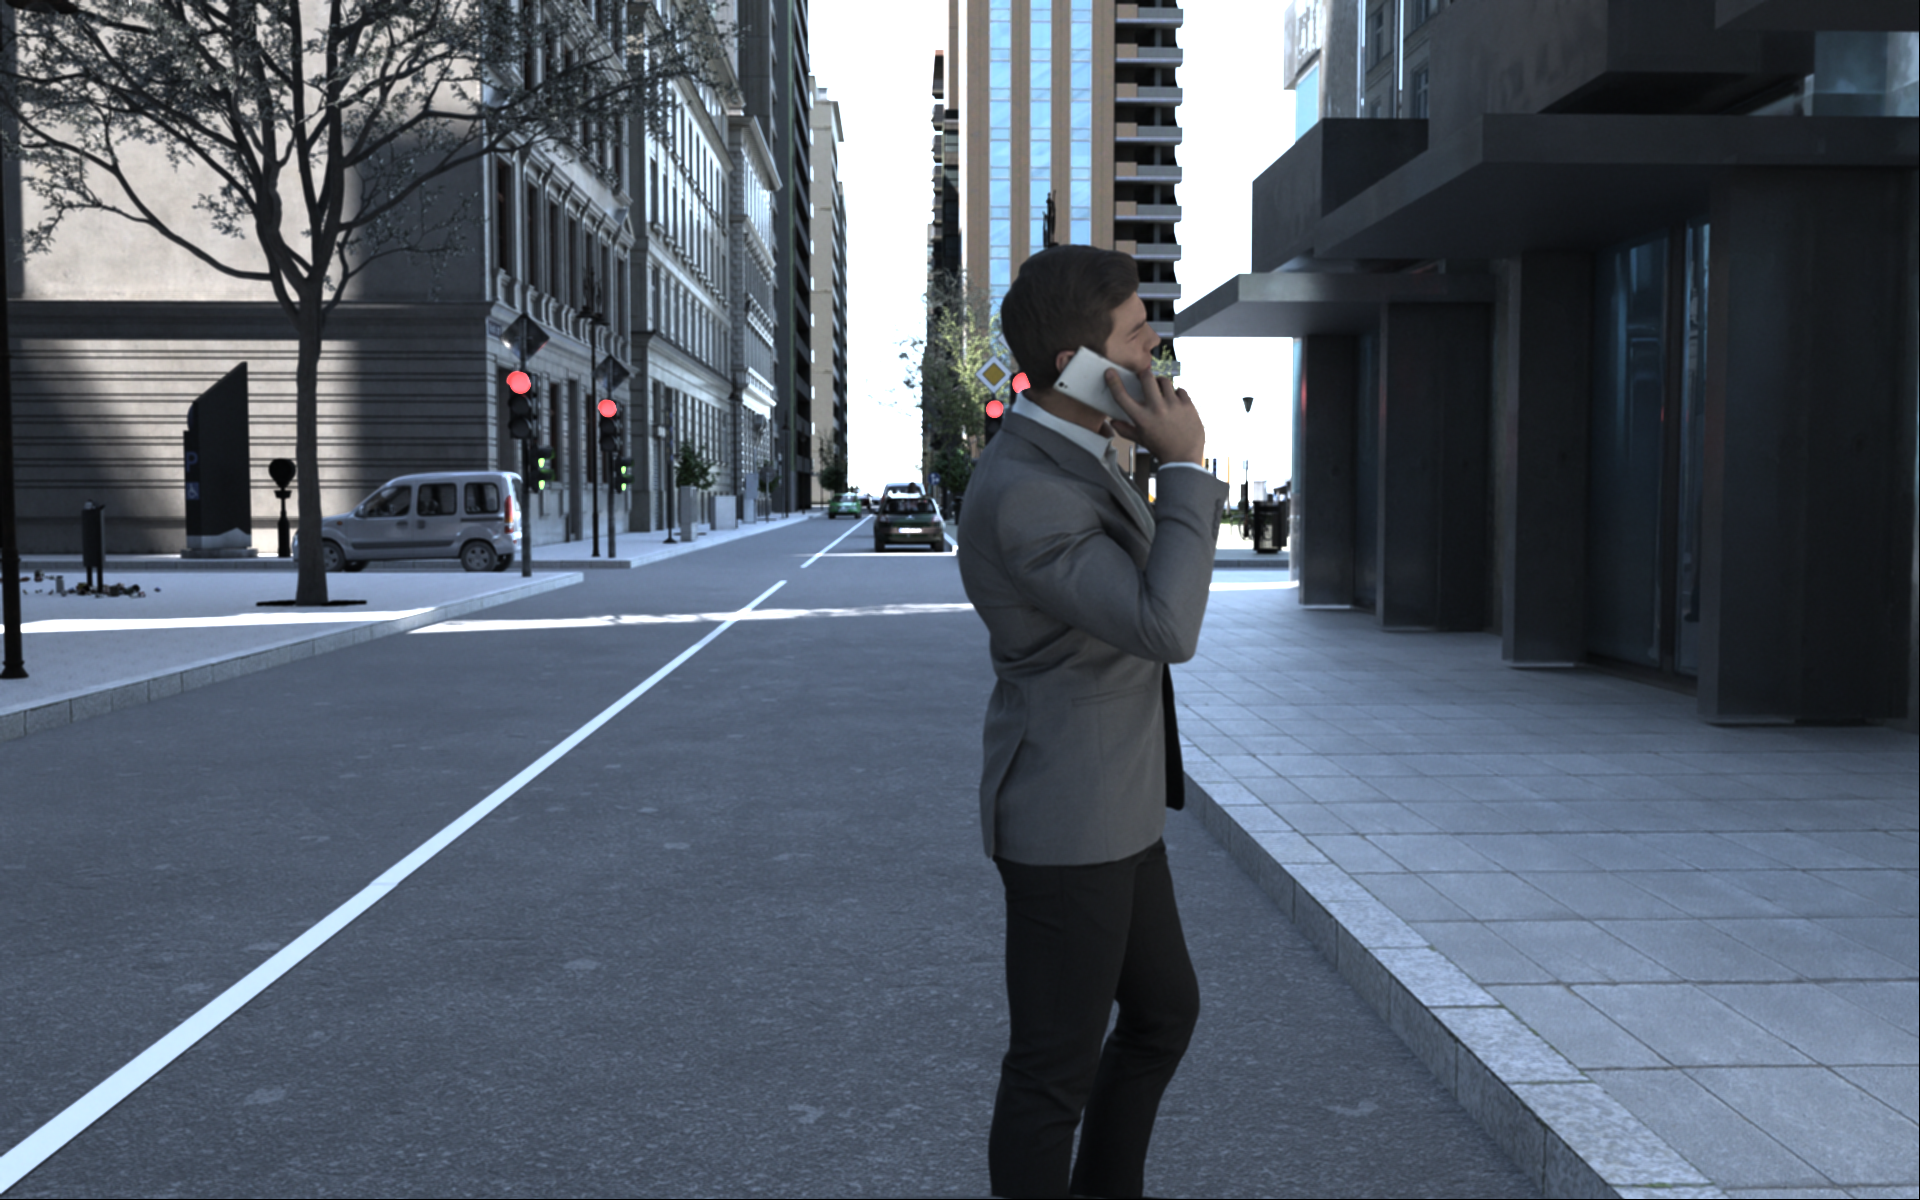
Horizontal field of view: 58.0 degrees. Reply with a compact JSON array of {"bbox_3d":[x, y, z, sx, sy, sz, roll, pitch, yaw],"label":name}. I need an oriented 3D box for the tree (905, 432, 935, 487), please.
[{"bbox_3d":[-4.188,-15.170,198.387,4.360,8.622,3.978,0,3,0],"label":"tree"}]

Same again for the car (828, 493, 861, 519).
[{"bbox_3d":[-6.713,-5.647,101.117,1.959,1.807,4.718,0,4,-1],"label":"car"}]

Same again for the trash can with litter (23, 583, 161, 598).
[{"bbox_3d":[-11.075,-0.677,22.121,1.678,1.210,2.233,-3,5,-40],"label":"trash can with litter"}]

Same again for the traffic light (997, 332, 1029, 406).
[{"bbox_3d":[0.945,-2.333,27.067,0.839,4.253,0.868,0,4,-2],"label":"traffic light"}]

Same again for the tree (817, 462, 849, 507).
[{"bbox_3d":[-13.138,-11.935,178.844,4.285,4.588,4.351,0,3,0],"label":"tree"}]

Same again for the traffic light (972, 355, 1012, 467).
[{"bbox_3d":[0.665,-2.821,35.047,0.839,4.253,0.868,0,4,-2],"label":"traffic light"}]

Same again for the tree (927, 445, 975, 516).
[{"bbox_3d":[-0.402,-7.310,103.224,4.285,4.588,4.351,0,3,0],"label":"tree"}]

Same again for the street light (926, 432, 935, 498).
[{"bbox_3d":[-2.045,-9.402,126.505,0.468,5.910,1.993,0,4,-2],"label":"street light"}]

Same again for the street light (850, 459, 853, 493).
[{"bbox_3d":[-14.057,-15.377,224.196,0.468,5.910,1.993,0,4,-2],"label":"street light"}]

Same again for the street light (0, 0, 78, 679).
[{"bbox_3d":[-6.610,-2.394,11.923,0.468,5.910,1.993,0,4,-2],"label":"street light"}]

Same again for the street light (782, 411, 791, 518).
[{"bbox_3d":[-9.481,-7.454,94.667,0.468,5.910,1.993,0,4,-2],"label":"street light"}]

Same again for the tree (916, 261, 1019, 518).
[{"bbox_3d":[-0.515,-11.107,91.966,12.009,13.543,11.850,0,3,0],"label":"tree"}]

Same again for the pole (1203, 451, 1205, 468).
[{"bbox_3d":[9.371,-4.469,66.917,0.158,3.312,0.155,0,3,0],"label":"pole"}]

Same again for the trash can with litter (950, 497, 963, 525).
[{"bbox_3d":[0.153,-3.668,71.351,1.055,1.170,0.624,-3,5,-42],"label":"trash can with litter"}]

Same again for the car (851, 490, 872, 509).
[{"bbox_3d":[-9.528,-9.549,164.796,2.281,1.827,5.304,0,4,-2],"label":"car"}]

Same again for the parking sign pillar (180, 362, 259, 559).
[{"bbox_3d":[-14.923,-2.833,34.797,1.447,3.967,1.447,1,4,23],"label":"parking sign pillar"}]

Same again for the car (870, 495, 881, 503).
[{"bbox_3d":[-11.999,-14.232,245.052,2.083,1.381,4.827,0,4,-1],"label":"car"}]

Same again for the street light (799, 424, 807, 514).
[{"bbox_3d":[-10.083,-8.484,111.504,0.468,5.910,1.993,0,4,-2],"label":"street light"}]

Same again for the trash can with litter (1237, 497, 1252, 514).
[{"bbox_3d":[13.623,-4.464,84.381,1.055,1.170,0.624,-1,4,-21],"label":"trash can with litter"}]

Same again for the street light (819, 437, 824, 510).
[{"bbox_3d":[-11.247,-10.283,140.906,0.468,5.910,1.993,0,4,-2],"label":"street light"}]

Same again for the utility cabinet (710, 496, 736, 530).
[{"bbox_3d":[-8.465,-3.100,61.850,0.306,1.237,1.020,3,5,40],"label":"utility cabinet"}]

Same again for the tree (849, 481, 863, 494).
[{"bbox_3d":[-15.463,-16.161,258.840,1.663,3.219,1.824,0,3,0],"label":"tree"}]

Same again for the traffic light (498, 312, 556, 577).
[{"bbox_3d":[-6.711,-2.316,26.784,0.839,4.253,0.868,0,4,-2],"label":"traffic light"}]

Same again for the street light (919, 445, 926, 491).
[{"bbox_3d":[-3.201,-11.236,156.499,0.468,5.910,1.993,0,4,-2],"label":"street light"}]

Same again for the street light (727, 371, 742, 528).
[{"bbox_3d":[-8.464,-5.652,65.200,0.468,5.910,1.993,0,4,-2],"label":"street light"}]

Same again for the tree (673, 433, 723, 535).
[{"bbox_3d":[-8.553,-3.663,54.498,1.663,3.219,1.824,0,3,0],"label":"tree"}]

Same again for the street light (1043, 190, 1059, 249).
[{"bbox_3d":[1.364,-3.298,26.717,0.468,5.910,1.993,0,4,-2],"label":"street light"}]

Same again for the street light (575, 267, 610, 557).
[{"bbox_3d":[-7.474,-3.828,35.377,0.468,5.910,1.993,0,4,-2],"label":"street light"}]

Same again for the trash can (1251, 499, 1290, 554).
[{"bbox_3d":[6.658,-1.579,37.472,0.748,1.137,0.748,0,3,0],"label":"trash can"}]

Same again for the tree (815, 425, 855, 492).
[{"bbox_3d":[-13.522,-14.297,184.126,4.360,8.622,3.978,0,3,0],"label":"tree"}]

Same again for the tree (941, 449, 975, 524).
[{"bbox_3d":[-0.153,-4.847,73.852,1.663,3.219,1.824,0,3,0],"label":"tree"}]

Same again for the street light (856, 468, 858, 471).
[{"bbox_3d":[-15.098,-17.175,253.603,0.468,5.910,1.993,0,4,-2],"label":"street light"}]

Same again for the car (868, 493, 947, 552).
[{"bbox_3d":[-1.316,-2.088,43.924,2.009,1.686,4.222,0,4,-3],"label":"car"}]

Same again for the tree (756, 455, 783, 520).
[{"bbox_3d":[-9.555,-5.535,85.104,1.663,3.219,1.824,0,3,0],"label":"tree"}]

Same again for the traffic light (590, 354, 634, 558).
[{"bbox_3d":[-6.991,-2.804,34.764,0.839,4.253,0.868,0,4,-2],"label":"traffic light"}]

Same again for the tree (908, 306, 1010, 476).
[{"bbox_3d":[0.332,-7.126,66.870,4.737,8.622,4.395,0,3,0],"label":"tree"}]

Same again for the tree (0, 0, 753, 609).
[{"bbox_3d":[-7.555,-6.690,19.748,12.009,13.543,11.850,0,3,0],"label":"tree"}]

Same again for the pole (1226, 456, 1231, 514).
[{"bbox_3d":[14.230,-5.990,91.776,0.158,3.312,0.155,0,3,0],"label":"pole"}]

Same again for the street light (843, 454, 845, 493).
[{"bbox_3d":[-13.072,-13.578,194.788,0.468,5.910,1.993,0,4,-2],"label":"street light"}]

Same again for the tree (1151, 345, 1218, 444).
[{"bbox_3d":[10.637,-8.342,86.757,4.737,8.622,4.395,0,3,0],"label":"tree"}]

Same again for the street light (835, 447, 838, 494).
[{"bbox_3d":[-12.175,-12.102,170.649,0.468,5.910,1.993,0,4,-2],"label":"street light"}]

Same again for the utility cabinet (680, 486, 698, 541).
[{"bbox_3d":[-7.376,-2.356,47.200,0.318,1.500,1.173,0,4,-1],"label":"utility cabinet"}]
